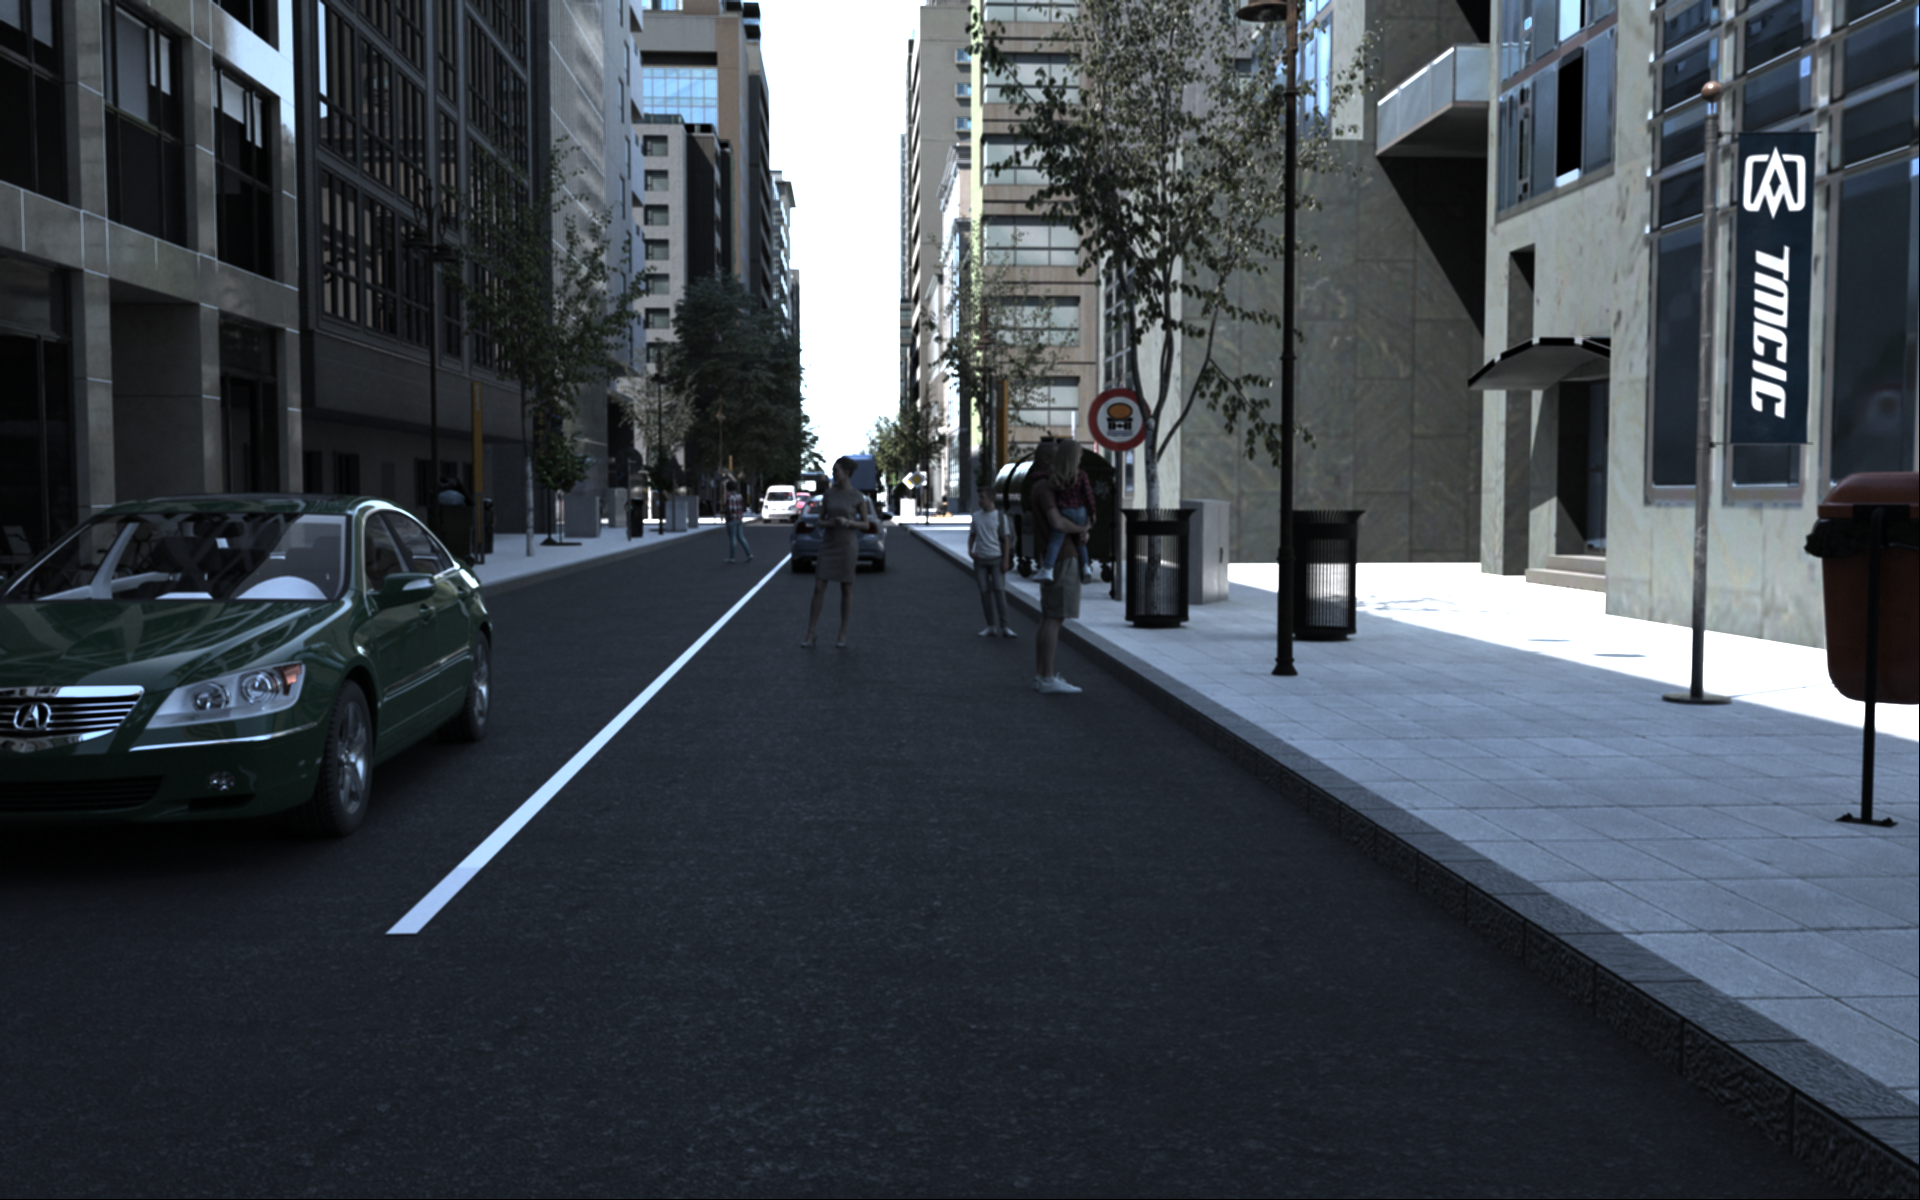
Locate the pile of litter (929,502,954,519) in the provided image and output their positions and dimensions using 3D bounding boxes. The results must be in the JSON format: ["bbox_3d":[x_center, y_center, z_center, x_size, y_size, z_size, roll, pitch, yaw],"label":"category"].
[{"bbox_3d":[-0.849,-4.722,91.165,1.719,0.858,1.176,1,4,20],"label":"pile of litter"}]

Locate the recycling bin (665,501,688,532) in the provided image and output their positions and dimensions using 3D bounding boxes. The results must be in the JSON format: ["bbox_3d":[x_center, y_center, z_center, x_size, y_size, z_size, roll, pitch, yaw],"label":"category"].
[{"bbox_3d":[-9.615,-2.825,58.749,0.722,1.027,0.722,0,4,-6],"label":"recycling bin"}]

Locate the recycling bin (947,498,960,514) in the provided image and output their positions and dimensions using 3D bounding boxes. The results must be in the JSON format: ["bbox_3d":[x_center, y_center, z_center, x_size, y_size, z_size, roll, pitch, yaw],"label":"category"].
[{"bbox_3d":[-0.418,-6.120,112.611,0.722,1.027,0.722,1,4,10],"label":"recycling bin"}]

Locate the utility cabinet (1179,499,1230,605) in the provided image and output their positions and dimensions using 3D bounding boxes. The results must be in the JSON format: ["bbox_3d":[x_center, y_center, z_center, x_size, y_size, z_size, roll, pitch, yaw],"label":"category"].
[{"bbox_3d":[2.908,-0.572,20.517,0.306,1.237,1.020,2,4,26],"label":"utility cabinet"}]

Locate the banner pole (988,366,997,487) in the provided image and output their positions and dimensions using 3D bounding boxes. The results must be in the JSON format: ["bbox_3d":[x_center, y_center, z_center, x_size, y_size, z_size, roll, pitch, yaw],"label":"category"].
[{"bbox_3d":[0.653,-2.703,34.217,0.401,3.779,0.863,1,4,12],"label":"banner pole"}]

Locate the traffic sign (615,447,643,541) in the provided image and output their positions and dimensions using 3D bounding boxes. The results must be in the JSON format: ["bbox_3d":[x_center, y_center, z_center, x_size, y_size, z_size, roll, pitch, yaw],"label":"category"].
[{"bbox_3d":[-9.019,-2.880,47.195,0.768,2.556,0.104,0,4,1],"label":"traffic sign"}]

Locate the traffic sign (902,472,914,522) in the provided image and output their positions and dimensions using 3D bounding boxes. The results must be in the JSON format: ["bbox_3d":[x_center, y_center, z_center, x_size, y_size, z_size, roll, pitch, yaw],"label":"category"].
[{"bbox_3d":[-2.262,-4.635,79.423,0.795,2.450,0.064,0,4,-4],"label":"traffic sign"}]

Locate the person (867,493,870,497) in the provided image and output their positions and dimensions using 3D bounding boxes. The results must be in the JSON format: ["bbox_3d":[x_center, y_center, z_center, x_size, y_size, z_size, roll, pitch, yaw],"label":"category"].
[{"bbox_3d":[-5.255,-5.339,98.393,0.503,1.515,0.523,3,5,39],"label":"person"}]

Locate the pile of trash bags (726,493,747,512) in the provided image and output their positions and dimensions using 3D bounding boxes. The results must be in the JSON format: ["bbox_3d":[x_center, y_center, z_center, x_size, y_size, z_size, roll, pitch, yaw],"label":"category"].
[{"bbox_3d":[-15.953,-6.784,120.668,1.912,1.369,3.447,0,4,4],"label":"pile of trash bags"}]

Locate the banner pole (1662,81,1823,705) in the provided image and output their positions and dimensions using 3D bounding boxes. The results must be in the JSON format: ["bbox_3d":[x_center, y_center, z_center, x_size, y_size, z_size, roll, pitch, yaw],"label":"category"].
[{"bbox_3d":[4.795,-1.259,10.606,0.863,3.779,0.401,0,4,2],"label":"banner pole"}]

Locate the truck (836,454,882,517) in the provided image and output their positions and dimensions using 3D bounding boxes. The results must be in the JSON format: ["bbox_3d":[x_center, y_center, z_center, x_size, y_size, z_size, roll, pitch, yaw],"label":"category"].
[{"bbox_3d":[-6.472,-7.437,111.349,2.967,4.110,18.799,0,4,-4],"label":"truck"}]

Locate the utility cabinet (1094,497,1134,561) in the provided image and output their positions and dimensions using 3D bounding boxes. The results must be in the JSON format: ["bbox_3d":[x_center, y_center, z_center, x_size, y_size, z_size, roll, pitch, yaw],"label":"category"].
[{"bbox_3d":[2.979,-1.374,33.635,0.306,1.237,1.020,3,4,37],"label":"utility cabinet"}]

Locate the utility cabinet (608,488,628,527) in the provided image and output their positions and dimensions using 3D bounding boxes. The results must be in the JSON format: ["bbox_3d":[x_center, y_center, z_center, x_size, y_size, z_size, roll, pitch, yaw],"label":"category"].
[{"bbox_3d":[-13.080,-3.523,66.285,0.318,1.500,1.173,1,4,12],"label":"utility cabinet"}]

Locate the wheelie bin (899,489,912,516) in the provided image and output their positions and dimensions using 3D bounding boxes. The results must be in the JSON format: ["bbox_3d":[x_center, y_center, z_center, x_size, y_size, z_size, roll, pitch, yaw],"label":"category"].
[{"bbox_3d":[-3.074,-5.538,98.450,0.693,1.594,0.980,-1,4,-19],"label":"wheelie bin"}]

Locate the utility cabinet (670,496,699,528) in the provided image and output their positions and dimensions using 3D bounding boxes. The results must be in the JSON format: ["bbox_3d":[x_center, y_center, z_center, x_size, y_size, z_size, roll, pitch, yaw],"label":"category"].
[{"bbox_3d":[-10.408,-3.322,65.469,1.020,1.237,0.306,0,4,4],"label":"utility cabinet"}]

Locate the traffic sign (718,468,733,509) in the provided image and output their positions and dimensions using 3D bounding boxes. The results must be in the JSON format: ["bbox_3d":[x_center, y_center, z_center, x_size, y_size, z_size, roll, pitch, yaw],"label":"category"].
[{"bbox_3d":[-11.424,-5.147,84.261,0.768,2.556,0.104,0,4,-2],"label":"traffic sign"}]

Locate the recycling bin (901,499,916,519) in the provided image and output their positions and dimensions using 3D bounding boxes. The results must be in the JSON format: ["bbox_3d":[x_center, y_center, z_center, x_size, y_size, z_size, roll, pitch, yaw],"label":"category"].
[{"bbox_3d":[-2.686,-4.758,90.349,0.722,1.027,0.722,0,4,6],"label":"recycling bin"}]

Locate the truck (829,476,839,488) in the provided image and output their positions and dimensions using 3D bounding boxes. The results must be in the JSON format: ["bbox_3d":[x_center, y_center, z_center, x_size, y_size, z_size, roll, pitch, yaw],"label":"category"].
[{"bbox_3d":[-19.835,-17.123,269.718,2.967,4.110,18.799,0,4,-4],"label":"truck"}]

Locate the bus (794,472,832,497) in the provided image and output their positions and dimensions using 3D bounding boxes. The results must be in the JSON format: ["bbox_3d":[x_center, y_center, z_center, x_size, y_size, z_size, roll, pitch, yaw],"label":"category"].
[{"bbox_3d":[-12.005,-8.985,141.764,2.948,3.499,13.247,0,4,-5],"label":"bus"}]

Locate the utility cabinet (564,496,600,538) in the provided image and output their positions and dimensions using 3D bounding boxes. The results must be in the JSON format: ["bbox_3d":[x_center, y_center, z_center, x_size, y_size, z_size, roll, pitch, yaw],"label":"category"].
[{"bbox_3d":[-11.148,-2.442,51.080,1.020,1.237,0.306,1,4,14],"label":"utility cabinet"}]

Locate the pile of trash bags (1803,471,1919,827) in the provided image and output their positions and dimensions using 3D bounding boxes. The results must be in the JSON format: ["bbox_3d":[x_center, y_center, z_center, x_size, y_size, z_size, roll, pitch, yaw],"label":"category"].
[{"bbox_3d":[4.735,0.233,5.948,3.447,1.369,1.912,3,5,42],"label":"pile of trash bags"}]

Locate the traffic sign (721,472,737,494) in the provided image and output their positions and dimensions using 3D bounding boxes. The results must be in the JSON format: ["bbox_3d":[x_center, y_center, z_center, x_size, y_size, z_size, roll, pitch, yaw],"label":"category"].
[{"bbox_3d":[-10.542,-4.605,78.935,0.795,2.450,0.064,0,4,-4],"label":"traffic sign"}]

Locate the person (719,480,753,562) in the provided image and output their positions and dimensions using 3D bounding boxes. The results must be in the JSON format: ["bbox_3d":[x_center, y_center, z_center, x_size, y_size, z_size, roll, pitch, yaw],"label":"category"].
[{"bbox_3d":[-4.734,-1.662,36.514,0.643,1.720,0.563,2,4,28],"label":"person"}]

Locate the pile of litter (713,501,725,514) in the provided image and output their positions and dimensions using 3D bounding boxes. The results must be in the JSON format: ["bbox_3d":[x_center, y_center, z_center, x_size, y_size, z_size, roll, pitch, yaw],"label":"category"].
[{"bbox_3d":[-15.157,-5.854,109.685,1.719,0.858,1.176,0,4,6],"label":"pile of litter"}]

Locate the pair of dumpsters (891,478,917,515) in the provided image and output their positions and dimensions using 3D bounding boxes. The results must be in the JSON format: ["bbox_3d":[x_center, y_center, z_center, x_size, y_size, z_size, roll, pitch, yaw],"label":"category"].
[{"bbox_3d":[-3.348,-6.288,105.296,1.574,2.255,4.437,0,4,-4],"label":"pair of dumpsters"}]

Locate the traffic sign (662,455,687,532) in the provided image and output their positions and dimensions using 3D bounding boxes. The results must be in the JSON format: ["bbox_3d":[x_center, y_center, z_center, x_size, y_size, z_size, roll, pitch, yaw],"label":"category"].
[{"bbox_3d":[-9.616,-3.557,58.166,0.884,2.594,0.081,0,4,4],"label":"traffic sign"}]

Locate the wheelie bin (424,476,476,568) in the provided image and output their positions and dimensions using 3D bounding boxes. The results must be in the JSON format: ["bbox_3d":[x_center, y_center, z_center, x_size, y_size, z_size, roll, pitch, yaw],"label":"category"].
[{"bbox_3d":[-8.731,-1.331,29.670,0.693,1.594,0.980,-3,5,-42],"label":"wheelie bin"}]

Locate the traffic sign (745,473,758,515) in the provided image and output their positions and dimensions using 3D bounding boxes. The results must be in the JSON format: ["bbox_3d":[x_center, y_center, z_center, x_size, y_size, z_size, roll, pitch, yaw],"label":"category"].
[{"bbox_3d":[-12.834,-6.517,106.661,0.768,2.556,0.104,0,4,0],"label":"traffic sign"}]

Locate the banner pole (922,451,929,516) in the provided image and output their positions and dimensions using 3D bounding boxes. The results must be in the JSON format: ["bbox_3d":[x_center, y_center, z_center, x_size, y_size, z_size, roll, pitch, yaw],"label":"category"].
[{"bbox_3d":[-2.002,-6.833,101.732,0.401,3.779,0.863,2,4,27],"label":"banner pole"}]

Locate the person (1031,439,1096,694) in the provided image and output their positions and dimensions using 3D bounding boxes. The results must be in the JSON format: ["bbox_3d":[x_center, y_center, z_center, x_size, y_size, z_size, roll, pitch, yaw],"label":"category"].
[{"bbox_3d":[0.716,-0.250,12.556,0.580,1.828,0.573,3,5,42],"label":"person"}]

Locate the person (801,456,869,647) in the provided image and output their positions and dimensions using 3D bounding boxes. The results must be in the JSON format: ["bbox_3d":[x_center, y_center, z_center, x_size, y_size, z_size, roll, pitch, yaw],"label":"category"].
[{"bbox_3d":[-1.170,-0.451,16.214,0.599,1.781,0.374,1,4,14],"label":"person"}]

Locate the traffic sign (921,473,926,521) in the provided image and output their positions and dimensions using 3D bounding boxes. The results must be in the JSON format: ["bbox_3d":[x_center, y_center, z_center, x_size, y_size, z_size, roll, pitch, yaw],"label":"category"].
[{"bbox_3d":[-1.787,-4.821,80.949,0.606,2.300,0.079,0,4,0],"label":"traffic sign"}]

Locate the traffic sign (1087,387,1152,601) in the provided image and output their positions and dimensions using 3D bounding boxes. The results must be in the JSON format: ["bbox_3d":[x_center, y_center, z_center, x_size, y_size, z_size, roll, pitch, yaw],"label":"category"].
[{"bbox_3d":[1.903,-1.261,20.729,0.768,2.556,0.104,0,4,1],"label":"traffic sign"}]

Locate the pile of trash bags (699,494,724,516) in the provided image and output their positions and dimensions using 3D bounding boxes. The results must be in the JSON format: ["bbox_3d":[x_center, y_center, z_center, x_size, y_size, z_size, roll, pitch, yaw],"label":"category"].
[{"bbox_3d":[-15.848,-5.566,100.753,3.447,1.369,1.912,2,4,29],"label":"pile of trash bags"}]

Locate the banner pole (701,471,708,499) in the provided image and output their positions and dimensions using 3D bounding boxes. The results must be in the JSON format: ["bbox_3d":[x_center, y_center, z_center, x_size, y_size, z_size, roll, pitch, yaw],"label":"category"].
[{"bbox_3d":[-16.491,-7.453,111.870,0.401,3.779,0.863,2,4,28],"label":"banner pole"}]

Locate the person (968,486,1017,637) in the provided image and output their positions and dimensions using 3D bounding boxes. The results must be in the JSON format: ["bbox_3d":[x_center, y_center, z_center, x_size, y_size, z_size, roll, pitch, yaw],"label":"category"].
[{"bbox_3d":[0.342,-0.389,17.460,0.503,1.515,0.523,-1,4,-10],"label":"person"}]

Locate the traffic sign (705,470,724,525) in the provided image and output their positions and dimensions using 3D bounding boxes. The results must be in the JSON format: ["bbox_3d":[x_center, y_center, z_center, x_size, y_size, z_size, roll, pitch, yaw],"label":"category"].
[{"bbox_3d":[-10.050,-4.118,70.965,0.795,2.450,0.064,0,4,-4],"label":"traffic sign"}]

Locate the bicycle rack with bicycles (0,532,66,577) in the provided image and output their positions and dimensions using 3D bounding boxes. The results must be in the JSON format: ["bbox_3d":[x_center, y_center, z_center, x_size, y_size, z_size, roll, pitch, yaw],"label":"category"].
[{"bbox_3d":[-7.726,-0.201,16.670,2.925,0.926,2.852,2,4,31],"label":"bicycle rack with bicycles"}]

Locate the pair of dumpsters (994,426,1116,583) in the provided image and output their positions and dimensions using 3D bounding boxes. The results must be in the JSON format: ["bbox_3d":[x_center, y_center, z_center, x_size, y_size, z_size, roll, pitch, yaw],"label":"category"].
[{"bbox_3d":[1.482,-1.502,27.057,1.574,2.255,4.437,0,4,-4],"label":"pair of dumpsters"}]

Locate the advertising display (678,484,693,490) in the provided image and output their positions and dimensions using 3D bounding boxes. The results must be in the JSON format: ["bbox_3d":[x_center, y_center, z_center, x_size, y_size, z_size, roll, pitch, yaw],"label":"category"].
[{"bbox_3d":[-17.699,-6.519,111.803,0.974,1.923,0.123,1,4,12],"label":"advertising display"}]

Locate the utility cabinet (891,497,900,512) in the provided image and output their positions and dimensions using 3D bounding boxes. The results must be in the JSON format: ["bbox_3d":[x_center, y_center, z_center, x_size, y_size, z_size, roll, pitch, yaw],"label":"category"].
[{"bbox_3d":[-4.311,-6.763,121.734,1.020,1.237,0.306,1,4,14],"label":"utility cabinet"}]

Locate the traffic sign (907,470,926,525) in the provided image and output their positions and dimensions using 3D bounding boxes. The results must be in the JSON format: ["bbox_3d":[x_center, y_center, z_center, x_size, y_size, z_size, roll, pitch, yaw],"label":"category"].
[{"bbox_3d":[-1.771,-4.147,71.453,0.795,2.450,0.064,0,4,-4],"label":"traffic sign"}]
